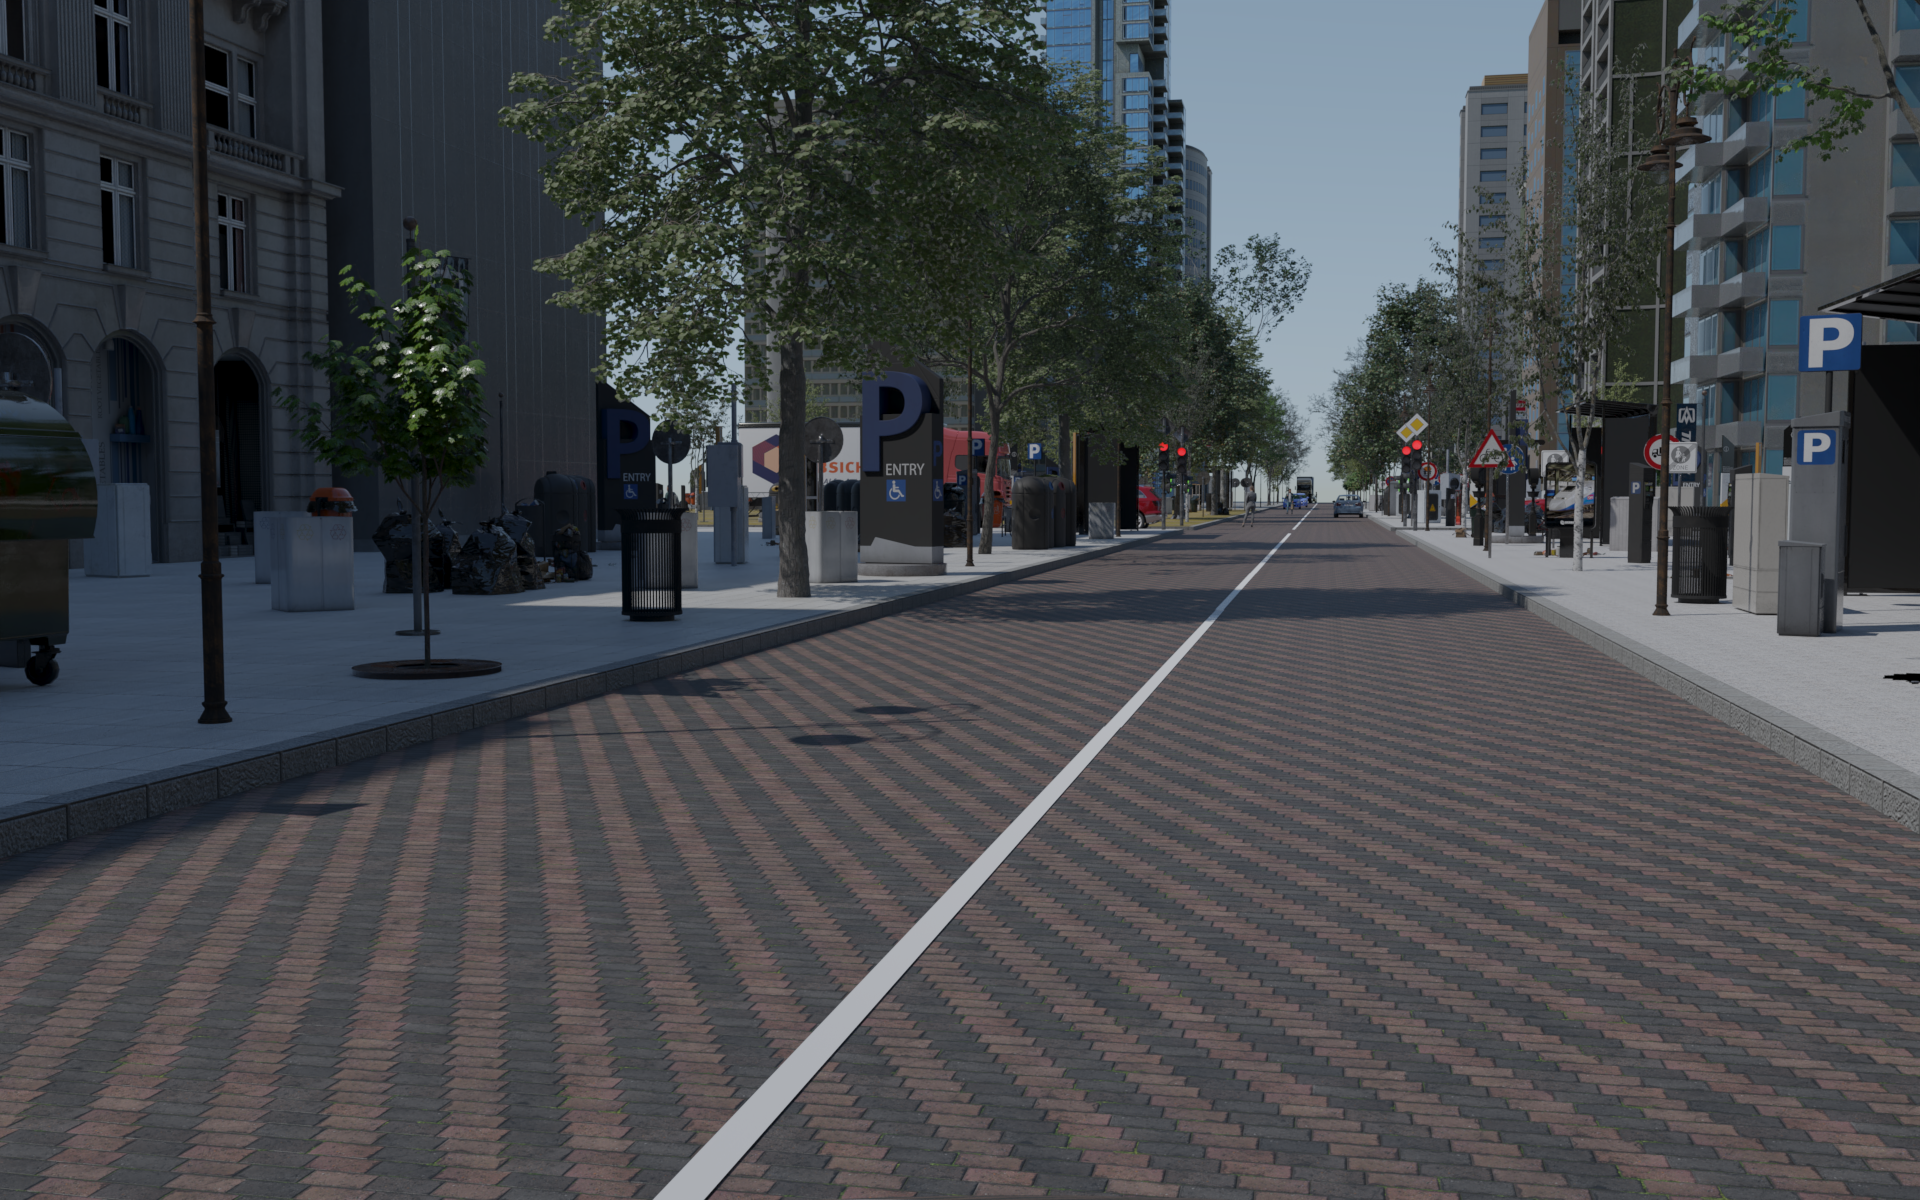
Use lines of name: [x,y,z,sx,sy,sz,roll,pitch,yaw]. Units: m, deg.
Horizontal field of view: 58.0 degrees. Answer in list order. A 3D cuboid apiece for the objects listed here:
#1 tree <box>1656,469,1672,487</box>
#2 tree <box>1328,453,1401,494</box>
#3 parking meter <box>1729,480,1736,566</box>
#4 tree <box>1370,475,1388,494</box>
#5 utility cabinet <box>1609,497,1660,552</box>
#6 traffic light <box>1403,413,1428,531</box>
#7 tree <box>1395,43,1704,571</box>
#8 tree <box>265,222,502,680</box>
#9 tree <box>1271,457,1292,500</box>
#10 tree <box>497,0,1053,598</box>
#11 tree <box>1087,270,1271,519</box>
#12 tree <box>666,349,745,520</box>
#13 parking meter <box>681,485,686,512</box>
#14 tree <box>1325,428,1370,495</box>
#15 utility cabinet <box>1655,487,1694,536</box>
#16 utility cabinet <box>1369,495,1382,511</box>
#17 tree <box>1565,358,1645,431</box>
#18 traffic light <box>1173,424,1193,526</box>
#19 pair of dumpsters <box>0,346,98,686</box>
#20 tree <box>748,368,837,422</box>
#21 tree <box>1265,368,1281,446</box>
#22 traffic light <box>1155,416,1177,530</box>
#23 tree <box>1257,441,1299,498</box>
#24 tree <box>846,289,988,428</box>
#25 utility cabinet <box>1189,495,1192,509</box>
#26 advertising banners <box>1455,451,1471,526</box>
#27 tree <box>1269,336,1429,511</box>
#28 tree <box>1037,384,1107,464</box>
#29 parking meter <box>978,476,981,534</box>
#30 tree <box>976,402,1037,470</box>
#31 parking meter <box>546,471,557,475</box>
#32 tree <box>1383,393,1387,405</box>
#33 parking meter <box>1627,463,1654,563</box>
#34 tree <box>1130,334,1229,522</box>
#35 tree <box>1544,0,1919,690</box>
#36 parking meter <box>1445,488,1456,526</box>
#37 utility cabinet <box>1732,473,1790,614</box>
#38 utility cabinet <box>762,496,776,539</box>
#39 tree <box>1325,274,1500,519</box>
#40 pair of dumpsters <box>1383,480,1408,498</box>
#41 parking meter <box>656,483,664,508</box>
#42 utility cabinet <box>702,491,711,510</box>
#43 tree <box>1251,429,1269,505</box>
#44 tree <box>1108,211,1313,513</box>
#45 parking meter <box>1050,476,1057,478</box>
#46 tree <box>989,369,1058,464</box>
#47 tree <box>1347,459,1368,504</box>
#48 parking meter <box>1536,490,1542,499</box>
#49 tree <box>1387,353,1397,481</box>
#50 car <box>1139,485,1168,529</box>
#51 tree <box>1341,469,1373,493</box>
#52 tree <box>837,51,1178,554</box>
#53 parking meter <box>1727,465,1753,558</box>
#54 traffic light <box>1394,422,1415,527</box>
tree: [44.325,-7.885,112.636,4.285,4.588,4.351,0,3,0]
tree: [40.163,-14.164,165.994,8.767,10.594,7.601,3,5,41]
parking meter: [13.934,-1.373,30.865,0.372,1.533,0.369,0,3,0]
tree: [35.167,-9.129,143.862,1.663,3.219,1.824,0,3,0]
utility cabinet: [15.141,-1.694,38.853,1.020,1.237,0.306,2,4,32]
traffic light: [15.852,-4.364,60.266,0.839,4.253,0.868,1,4,12]
tree: [10.211,-4.798,28.807,4.360,8.622,3.978,0,3,0]
tree: [-3.814,-1.094,12.496,1.663,3.219,1.824,0,3,0]
tree: [50.781,-19.896,275.654,4.360,8.622,3.978,0,3,0]
tree: [-1.721,-6.293,21.013,7.486,12.596,7.792,0,3,0]
tree: [11.309,-10.527,89.132,9.611,12.733,9.660,0,3,0]
tree: [-12.979,-8.329,86.540,4.360,8.622,3.978,0,3,0]
parking meter: [-17.890,-6.500,111.983,0.255,1.863,0.399,0,4,-2]
tree: [51.456,-18.828,225.956,7.486,12.596,7.792,0,3,0]
utility cabinet: [21.647,-2.687,52.617,1.173,1.500,0.318,2,4,27]
utility cabinet: [32.446,-7.585,135.169,0.306,1.237,1.020,-3,5,-40]
tree: [34.811,-8.731,93.113,4.737,8.622,4.395,0,3,0]
traffic light: [8.976,-4.950,69.858,0.839,4.253,0.868,1,4,12]
pair of dumpsters: [-6.947,-0.437,9.633,1.574,2.255,4.437,1,4,12]
tree: [-9.788,-9.176,100.391,4.737,8.622,4.395,0,3,0]
tree: [15.588,-11.350,103.696,7.486,12.596,7.792,0,3,0]
traffic light: [7.325,-4.472,62.045,0.839,4.253,0.868,1,4,12]
tree: [43.059,-17.616,238.381,4.737,8.622,4.395,0,3,0]
tree: [-1.583,-6.552,57.484,4.360,8.622,3.978,0,3,0]
utility cabinet: [18.787,-7.962,141.338,0.306,1.237,1.020,2,4,29]
advertising banners: [20.382,-4.563,70.787,0.090,3.025,2.074,-1,4,-10]
tree: [31.035,-13.382,129.158,12.009,13.543,11.850,0,3,0]
tree: [7.944,-9.650,108.140,4.737,8.622,4.395,0,3,0]
parking meter: [0.513,-3.080,56.072,0.255,1.863,0.399,1,4,10]
tree: [3.625,-10.098,115.460,4.737,8.622,4.395,0,3,0]
parking meter: [-10.477,-2.369,44.447,0.255,1.863,0.399,-1,4,-17]
tree: [22.202,-8.073,82.357,4.360,8.622,3.978,0,3,0]
parking meter: [12.629,-1.616,32.126,0.255,1.863,0.399,-2,4,-26]
tree: [10.212,-7.883,79.245,4.360,8.622,3.978,0,3,0]
tree: [6.779,-5.222,11.140,9.928,11.665,9.643,0,3,0]
parking meter: [19.458,-3.687,68.700,0.372,1.533,0.369,0,3,0]
utility cabinet: [8.695,-0.619,18.800,0.318,1.500,1.173,1,4,13]
utility cabinet: [-5.537,-2.382,50.115,0.306,1.237,1.020,0,4,0]
tree: [23.830,-10.619,90.630,9.611,12.733,9.660,0,3,0]
pair of dumpsters: [29.282,-6.959,116.280,1.574,2.255,4.437,1,4,12]
parking meter: [-15.813,-5.225,91.147,0.255,1.863,0.399,3,5,40]
utility cabinet: [-20.119,-7.854,137.096,0.318,1.500,1.173,3,5,45]
tree: [35.021,-17.423,195.230,12.009,13.543,11.850,0,3,0]
tree: [16.534,-15.963,116.883,12.611,20.169,13.585,0,3,0]
parking meter: [3.106,-3.148,57.188,0.255,1.863,0.399,1,4,14]
tree: [3.029,-8.748,93.387,4.360,8.622,3.978,0,3,0]
tree: [41.860,-14.031,179.770,4.737,8.622,4.395,0,3,0]
parking meter: [39.706,-6.748,118.735,0.372,1.533,0.369,0,3,0]
tree: [15.442,-6.216,51.988,4.360,8.622,3.978,0,3,0]
car: [5.346,-3.562,66.914,5.304,1.827,2.281,1,4,13]
tree: [45.986,-13.136,198.480,4.285,4.588,4.351,0,3,0]
tree: [0.841,-6.246,36.532,7.601,10.594,8.767,2,4,23]
parking meter: [15.494,-1.757,34.436,0.399,1.863,0.255,0,4,4]
traffic light: [17.503,-4.842,68.080,0.839,4.253,0.868,1,4,12]
